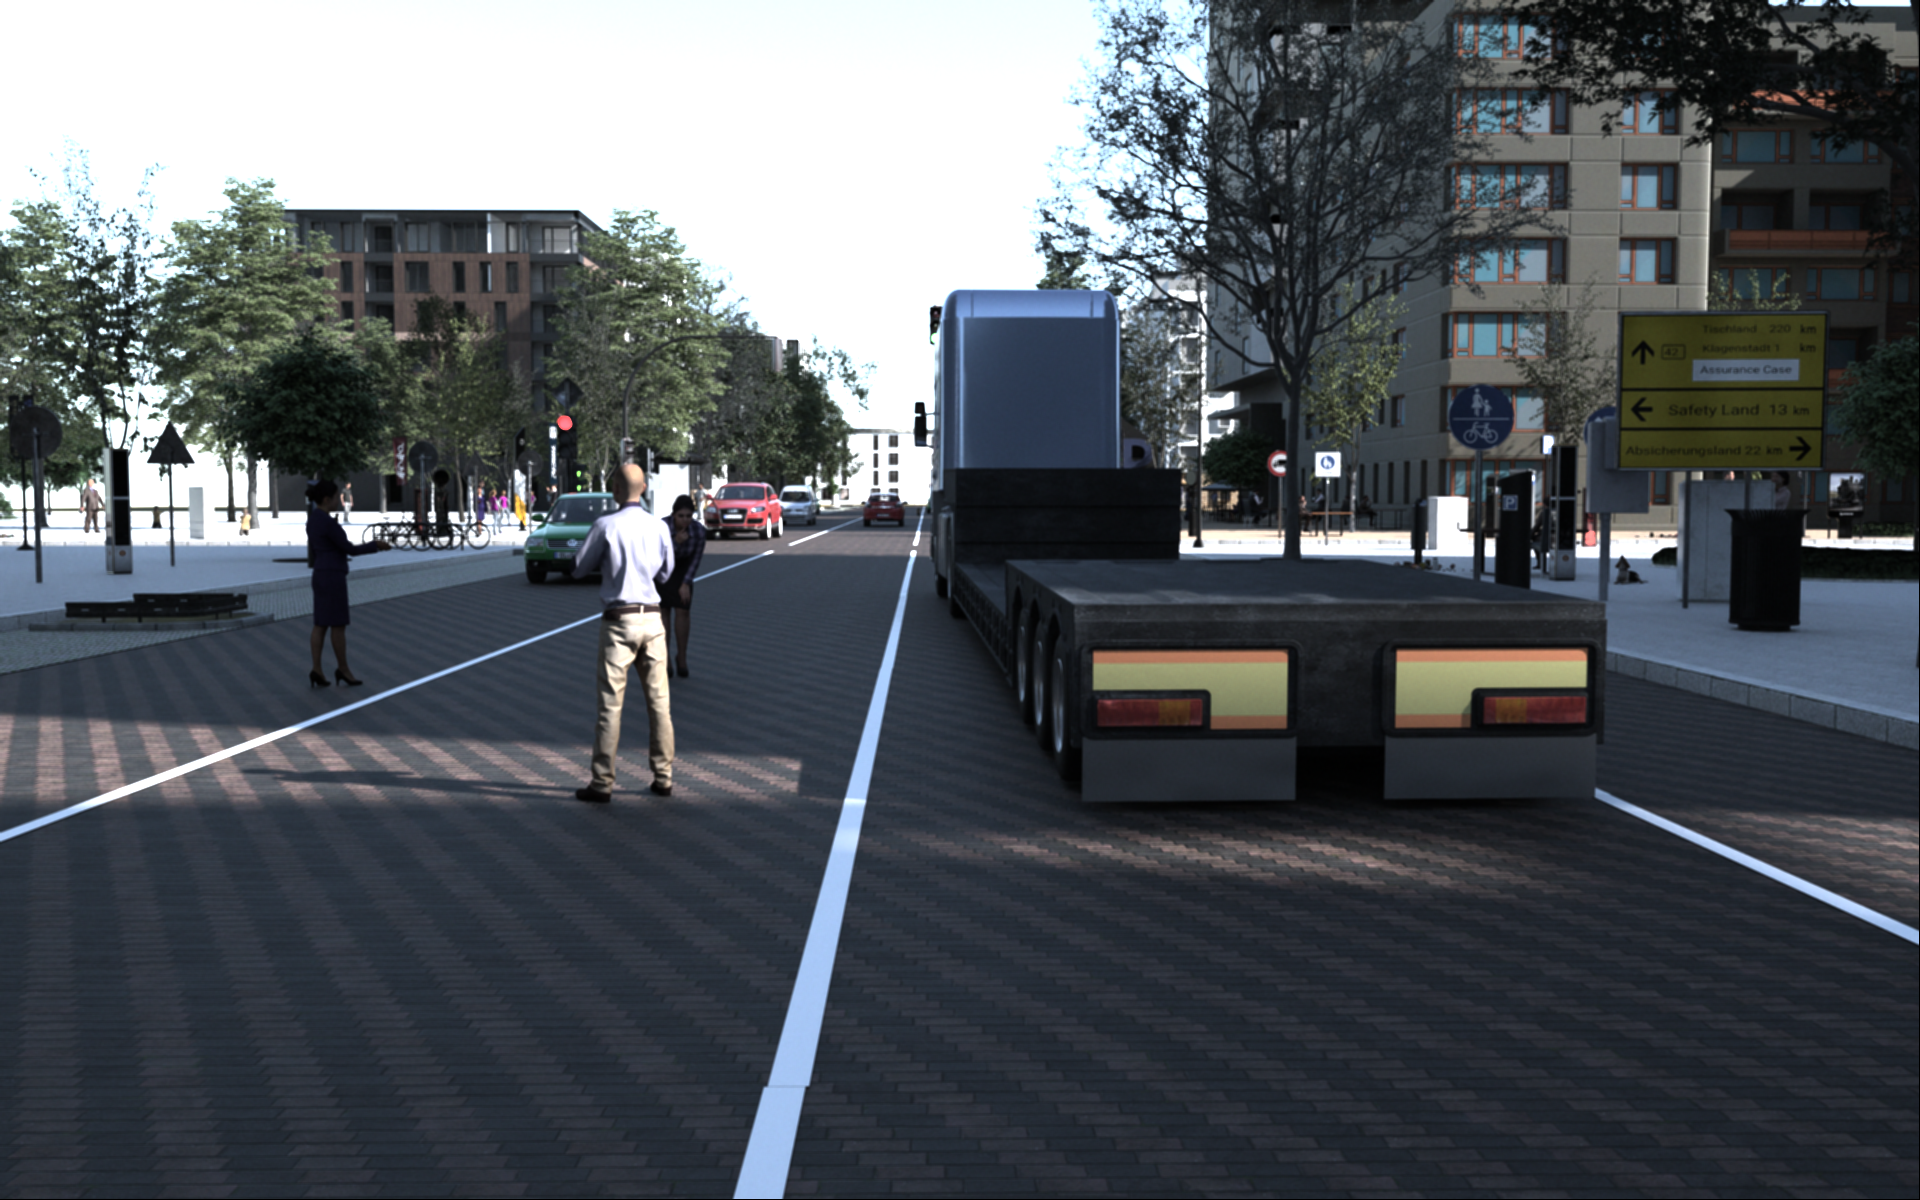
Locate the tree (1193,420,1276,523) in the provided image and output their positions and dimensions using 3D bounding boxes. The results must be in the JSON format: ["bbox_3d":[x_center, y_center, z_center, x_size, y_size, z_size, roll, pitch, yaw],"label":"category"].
[{"bbox_3d":[12.465,-5.675,76.499,4.285,4.588,4.351,0,3,0],"label":"tree"}]

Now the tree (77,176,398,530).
[{"bbox_3d":[-25.424,-8.785,61.758,7.486,12.596,7.792,0,3,0],"label":"tree"}]

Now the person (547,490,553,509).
[{"bbox_3d":[-24.739,-5.899,104.708,0.429,1.552,0.499,-1,4,-21],"label":"person"}]

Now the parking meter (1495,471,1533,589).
[{"bbox_3d":[6.022,-0.638,18.849,0.372,1.533,0.369,0,3,0],"label":"parking meter"}]

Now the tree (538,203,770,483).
[{"bbox_3d":[-12.447,-9.174,68.121,7.486,12.596,7.792,0,3,0],"label":"tree"}]

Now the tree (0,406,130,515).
[{"bbox_3d":[-57.840,-8.686,104.928,11.467,7.101,20.602,-1,4,-16],"label":"tree"}]

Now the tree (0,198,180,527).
[{"bbox_3d":[-35.476,-9.067,66.376,7.486,12.596,7.792,0,3,0],"label":"tree"}]

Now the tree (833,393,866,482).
[{"bbox_3d":[-14.247,-15.445,169.539,9.611,12.733,9.660,0,3,0],"label":"tree"}]

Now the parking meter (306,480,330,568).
[{"bbox_3d":[-11.160,-1.328,30.125,0.372,1.533,0.369,0,3,0],"label":"parking meter"}]

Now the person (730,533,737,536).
[{"bbox_3d":[-7.769,-2.979,59.481,0.388,1.546,0.482,2,4,29],"label":"person"}]

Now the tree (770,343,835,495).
[{"bbox_3d":[-13.121,-13.017,130.952,7.486,12.596,7.792,0,3,0],"label":"tree"}]

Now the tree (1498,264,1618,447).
[{"bbox_3d":[19.738,-6.482,56.350,4.360,8.622,3.978,0,3,0],"label":"tree"}]

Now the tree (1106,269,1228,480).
[{"bbox_3d":[6.514,-6.477,56.254,4.360,8.622,3.978,0,3,0],"label":"tree"}]

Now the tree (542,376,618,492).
[{"bbox_3d":[-21.990,-9.256,101.698,4.737,8.622,4.395,0,3,0],"label":"tree"}]

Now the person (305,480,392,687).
[{"bbox_3d":[-4.622,-0.129,12.975,0.453,1.535,0.546,2,4,27],"label":"person"}]

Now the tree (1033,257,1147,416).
[{"bbox_3d":[5.061,-9.949,80.798,7.486,12.596,7.792,0,3,0],"label":"tree"}]

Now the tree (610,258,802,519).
[{"bbox_3d":[-13.368,-10.970,89.721,12.009,13.543,11.850,0,3,0],"label":"tree"}]

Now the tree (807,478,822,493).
[{"bbox_3d":[-15.015,-11.286,179.131,1.663,3.219,1.824,0,3,0],"label":"tree"}]

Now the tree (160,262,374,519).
[{"bbox_3d":[-35.591,-10.961,89.586,12.009,13.543,11.850,0,3,0],"label":"tree"}]

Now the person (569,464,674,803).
[{"bbox_3d":[-1.577,0.146,8.171,0.516,1.574,0.319,-2,4,-29],"label":"person"}]

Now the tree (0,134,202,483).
[{"bbox_3d":[-17.538,-5.217,35.655,4.360,8.622,3.978,0,3,0],"label":"tree"}]

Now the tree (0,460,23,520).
[{"bbox_3d":[-55.582,-11.038,82.292,13.155,14.587,18.604,2,4,29],"label":"tree"}]

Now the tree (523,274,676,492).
[{"bbox_3d":[-11.840,-6.576,57.883,4.360,8.622,3.978,0,3,0],"label":"tree"}]

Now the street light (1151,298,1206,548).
[{"bbox_3d":[5.175,-4.203,41.260,1.470,5.913,1.316,0,4,-1],"label":"street light"}]

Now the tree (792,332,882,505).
[{"bbox_3d":[-15.021,-21.166,201.950,12.611,20.169,13.585,0,3,0],"label":"tree"}]

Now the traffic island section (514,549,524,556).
[{"bbox_3d":[-9.449,-1.194,41.801,2.009,0.180,2.903,0,4,-1],"label":"traffic island section"}]

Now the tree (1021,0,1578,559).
[{"bbox_3d":[6.385,-7.505,33.081,12.009,13.543,11.850,0,3,0],"label":"tree"}]

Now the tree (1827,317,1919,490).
[{"bbox_3d":[17.261,-2.910,31.298,4.285,4.588,4.351,0,3,0],"label":"tree"}]

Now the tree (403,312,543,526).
[{"bbox_3d":[-20.023,-7.319,70.036,4.737,8.622,4.395,0,3,0],"label":"tree"}]

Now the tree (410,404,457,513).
[{"bbox_3d":[-36.530,-10.367,119.857,4.360,8.622,3.978,0,3,0],"label":"tree"}]

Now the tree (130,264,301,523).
[{"bbox_3d":[-33.174,-9.318,78.106,9.928,11.665,9.643,0,3,0],"label":"tree"}]

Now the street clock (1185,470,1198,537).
[{"bbox_3d":[7.017,-2.912,52.181,0.358,2.002,0.471,-3,5,-39],"label":"street clock"}]

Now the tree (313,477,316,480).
[{"bbox_3d":[-37.863,-10.183,100.899,8.767,10.594,7.601,0,4,-7],"label":"tree"}]

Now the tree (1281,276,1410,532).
[{"bbox_3d":[13.084,-6.602,58.309,4.737,8.622,4.395,0,3,0],"label":"tree"}]

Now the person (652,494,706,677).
[{"bbox_3d":[-2.203,-0.107,13.483,0.421,1.427,0.697,-2,4,-24],"label":"person"}]

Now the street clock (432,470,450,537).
[{"bbox_3d":[-15.408,-2.866,51.432,0.471,2.002,0.358,-2,4,-29],"label":"street clock"}]

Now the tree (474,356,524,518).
[{"bbox_3d":[-24.306,-8.732,93.127,4.360,8.622,3.978,0,3,0],"label":"tree"}]

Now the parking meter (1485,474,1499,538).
[{"bbox_3d":[15.429,-2.723,50.236,0.255,1.863,0.399,2,4,35],"label":"parking meter"}]

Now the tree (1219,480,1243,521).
[{"bbox_3d":[13.071,-5.466,83.967,1.663,3.219,1.824,0,3,0],"label":"tree"}]

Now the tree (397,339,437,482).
[{"bbox_3d":[-37.415,-11.810,111.214,7.486,12.596,7.792,0,3,0],"label":"tree"}]

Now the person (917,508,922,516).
[{"bbox_3d":[-2.686,-5.789,113.618,0.357,0.543,0.381,0,4,-7],"label":"person"}]

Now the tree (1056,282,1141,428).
[{"bbox_3d":[5.620,-10.789,93.401,9.611,12.733,9.660,0,3,0],"label":"tree"}]

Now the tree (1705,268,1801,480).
[{"bbox_3d":[25.219,-6.449,55.796,4.737,8.622,4.395,0,3,0],"label":"tree"}]

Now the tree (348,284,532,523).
[{"bbox_3d":[-22.758,-8.766,77.744,7.601,10.594,8.767,0,4,2],"label":"tree"}]

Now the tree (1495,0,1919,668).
[{"bbox_3d":[7.545,-4.777,12.521,7.601,10.594,8.767,-1,4,-15],"label":"tree"}]

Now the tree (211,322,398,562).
[{"bbox_3d":[-12.334,-3.019,33.079,4.285,4.588,4.351,0,3,0],"label":"tree"}]

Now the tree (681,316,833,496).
[{"bbox_3d":[-14.025,-11.818,110.228,9.611,12.733,9.660,0,3,0],"label":"tree"}]
